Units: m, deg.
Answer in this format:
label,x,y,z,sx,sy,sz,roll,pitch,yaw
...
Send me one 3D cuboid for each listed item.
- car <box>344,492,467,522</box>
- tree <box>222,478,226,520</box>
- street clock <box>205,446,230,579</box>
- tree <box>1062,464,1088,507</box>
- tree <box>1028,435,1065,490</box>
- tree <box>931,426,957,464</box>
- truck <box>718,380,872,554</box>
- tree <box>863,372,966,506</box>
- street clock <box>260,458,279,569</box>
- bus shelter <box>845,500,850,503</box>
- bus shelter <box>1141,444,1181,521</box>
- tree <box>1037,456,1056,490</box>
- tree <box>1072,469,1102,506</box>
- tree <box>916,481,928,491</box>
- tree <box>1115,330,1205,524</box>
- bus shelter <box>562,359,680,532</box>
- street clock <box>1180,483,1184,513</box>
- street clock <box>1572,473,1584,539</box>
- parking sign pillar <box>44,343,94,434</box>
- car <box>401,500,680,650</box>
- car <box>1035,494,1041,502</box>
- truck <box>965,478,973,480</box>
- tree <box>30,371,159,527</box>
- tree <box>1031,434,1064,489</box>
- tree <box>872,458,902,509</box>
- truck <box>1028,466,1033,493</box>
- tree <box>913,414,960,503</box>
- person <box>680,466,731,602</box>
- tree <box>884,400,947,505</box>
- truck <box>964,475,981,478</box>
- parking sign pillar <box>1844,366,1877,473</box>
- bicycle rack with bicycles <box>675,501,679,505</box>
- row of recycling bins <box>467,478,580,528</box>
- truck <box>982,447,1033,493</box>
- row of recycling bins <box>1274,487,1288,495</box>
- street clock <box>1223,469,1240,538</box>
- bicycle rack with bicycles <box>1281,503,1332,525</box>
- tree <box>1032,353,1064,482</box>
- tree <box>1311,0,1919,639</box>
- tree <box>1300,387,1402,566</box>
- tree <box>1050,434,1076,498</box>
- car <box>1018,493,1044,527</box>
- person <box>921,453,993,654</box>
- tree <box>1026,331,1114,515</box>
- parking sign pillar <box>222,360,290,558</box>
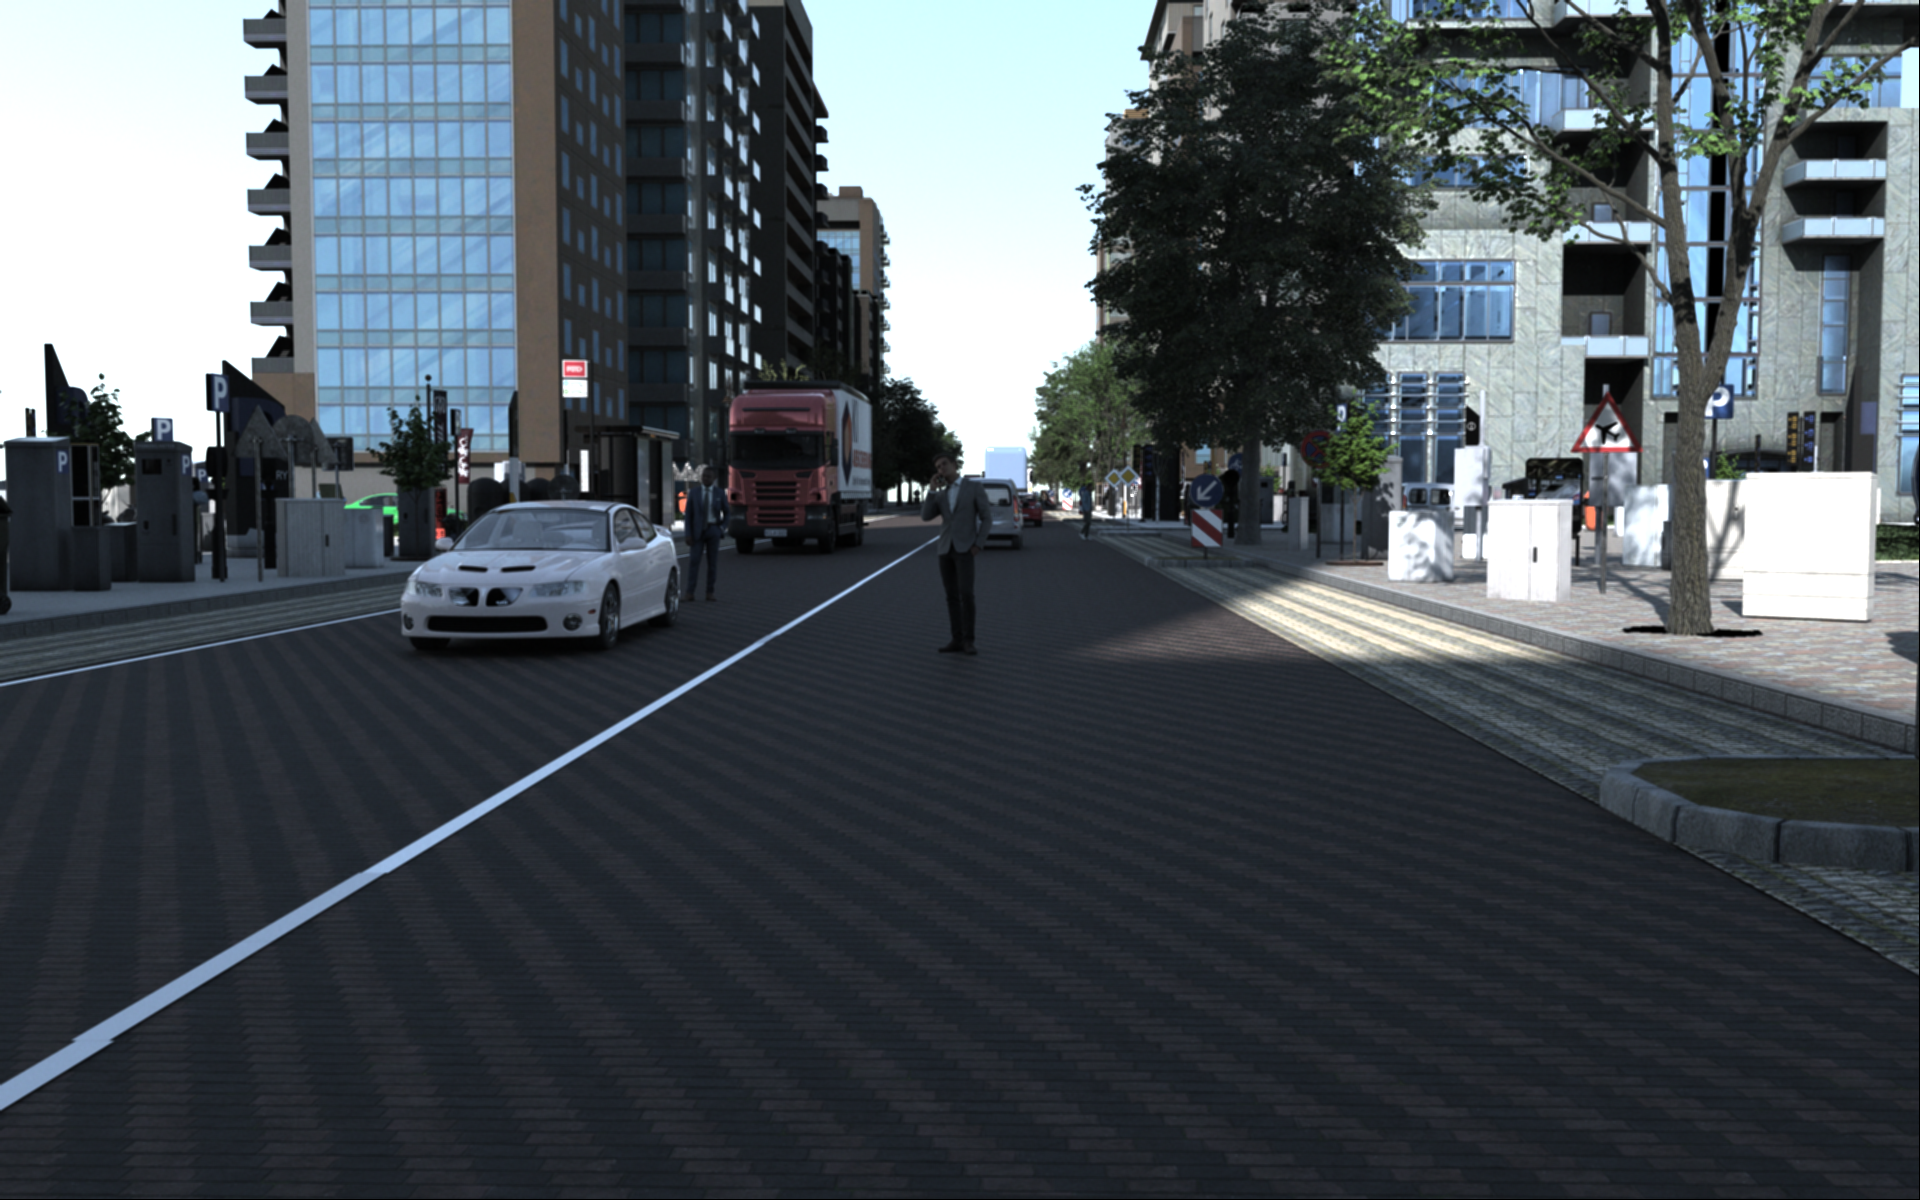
label,x,y,z,sx,sy,sz,roll,pitch,yaw
car,-20.578,-3.387,64.180,4.718,1.807,1.959,0,4,2
tree,-35.920,-5.573,85.717,1.663,3.219,1.824,0,3,0
street clock,-11.260,-1.328,26.281,0.358,2.002,0.471,-2,4,-35
tree,11.563,-11.559,172.704,4.285,4.588,4.351,0,3,0
tree,15.291,-22.891,291.267,9.611,12.733,9.660,0,3,0
tree,-4.070,-20.272,257.195,9.928,11.665,9.643,0,3,0
truck,-4.047,-3.436,45.092,2.839,4.237,11.283,0,4,3
tree,-6.218,-16.739,180.339,9.857,13.997,8.962,0,3,0
street clock,-11.881,-1.542,29.782,0.358,2.002,0.471,-2,4,-25
bus shelter,-8.514,-8.054,125.599,2.014,3.302,5.546,0,4,2
bus shelter,9.648,-5.687,84.262,1.731,3.624,6.357,0,4,2
tree,13.725,-18.979,260.672,4.360,8.622,3.978,0,3,0
tree,9.962,-8.539,134.222,1.663,3.219,1.824,0,3,0
tree,-5.360,-16.247,216.007,4.737,8.622,4.395,0,3,0
tree,8.815,-7.621,74.974,4.360,8.622,3.978,0,3,0
bus shelter,-10.687,-4.689,54.299,2.179,5.291,8.768,0,4,2
street clock,14.977,-6.938,118.007,0.358,2.002,0.471,-3,5,-42
street clock,17.443,-2.727,49.150,0.471,2.002,0.358,2,4,24
parking sign pillar,-16.296,-2.644,31.700,1.447,3.967,1.447,-1,4,-13
car,-4.069,-0.312,17.456,2.083,1.381,4.827,0,4,2
car,10.853,-14.171,240.484,1.959,1.807,4.718,0,4,3
truck,1.258,-12.924,207.225,3.469,3.379,9.791,0,4,1
tree,-13.417,-1.998,27.274,1.663,3.219,1.824,0,3,0
tree,14.674,-21.461,269.010,7.486,12.596,7.792,0,3,0
tree,-6.585,-10.102,148.878,4.285,4.588,4.351,0,3,0
truck,6.145,-11.688,180.008,2.839,4.237,11.283,0,4,0
tree,-5.309,-20.103,239.052,12.009,13.543,11.850,0,3,0
person,-3.436,-0.893,23.278,0.721,1.800,0.419,-1,4,-16
tree,-5.876,-17.720,206.733,9.611,12.733,9.660,0,3,0
truck,1.794,-16.043,251.215,2.839,4.237,11.283,0,4,1
parking sign pillar,19.200,-2.969,37.008,1.447,3.967,1.447,1,4,21
bicycle rack with bicycles,-14.099,-4.658,89.537,2.852,0.926,2.925,-1,4,-16
row of recycling bins,-11.121,-2.279,44.380,1.069,1.692,3.534,2,4,30
truck,2.243,-6.269,92.264,2.967,4.110,18.799,0,4,3
row of recycling bins,19.022,-6.018,105.501,3.534,1.692,1.069,-1,4,-21
street clock,7.905,-2.806,50.447,0.471,2.002,0.358,1,4,19
bicycle rack with bicycles,14.141,-3.359,68.298,2.925,0.926,2.852,0,4,6
tree,11.148,-15.193,155.067,9.857,13.997,8.962,0,3,0
tree,6.852,-5.498,15.652,9.928,11.665,9.643,0,3,0
tree,7.177,-2.254,31.448,1.663,3.219,1.824,0,3,0
tree,12.551,-15.360,201.498,4.737,8.622,4.395,0,3,0
car,2.717,-4.176,77.325,2.155,1.783,4.494,0,3,0
person,-0.028,-0.427,15.664,0.592,1.802,0.473,3,5,43
tree,9.468,-11.141,107.914,9.928,11.665,9.643,0,3,0
parking sign pillar,-14.283,-2.864,35.295,1.447,3.967,1.447,3,4,36
